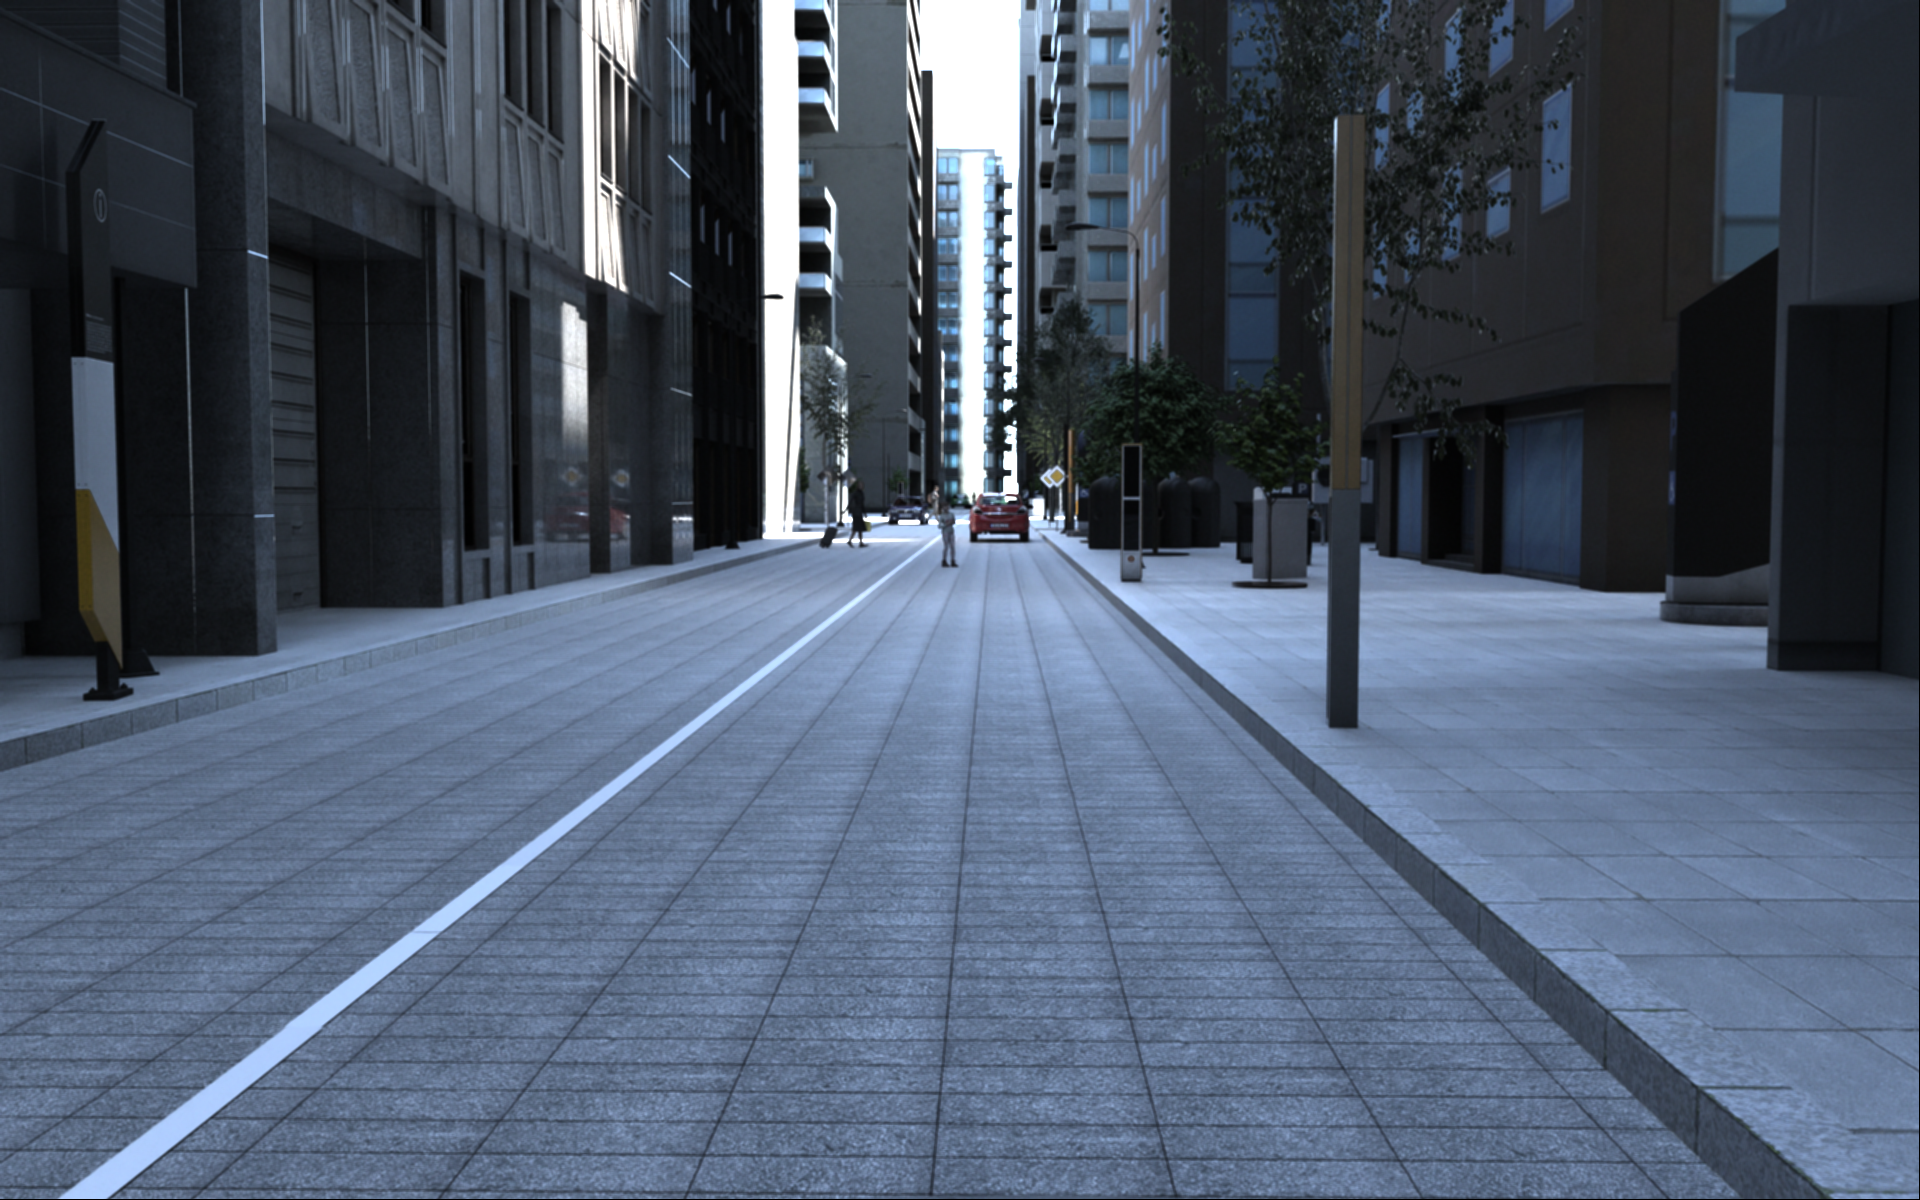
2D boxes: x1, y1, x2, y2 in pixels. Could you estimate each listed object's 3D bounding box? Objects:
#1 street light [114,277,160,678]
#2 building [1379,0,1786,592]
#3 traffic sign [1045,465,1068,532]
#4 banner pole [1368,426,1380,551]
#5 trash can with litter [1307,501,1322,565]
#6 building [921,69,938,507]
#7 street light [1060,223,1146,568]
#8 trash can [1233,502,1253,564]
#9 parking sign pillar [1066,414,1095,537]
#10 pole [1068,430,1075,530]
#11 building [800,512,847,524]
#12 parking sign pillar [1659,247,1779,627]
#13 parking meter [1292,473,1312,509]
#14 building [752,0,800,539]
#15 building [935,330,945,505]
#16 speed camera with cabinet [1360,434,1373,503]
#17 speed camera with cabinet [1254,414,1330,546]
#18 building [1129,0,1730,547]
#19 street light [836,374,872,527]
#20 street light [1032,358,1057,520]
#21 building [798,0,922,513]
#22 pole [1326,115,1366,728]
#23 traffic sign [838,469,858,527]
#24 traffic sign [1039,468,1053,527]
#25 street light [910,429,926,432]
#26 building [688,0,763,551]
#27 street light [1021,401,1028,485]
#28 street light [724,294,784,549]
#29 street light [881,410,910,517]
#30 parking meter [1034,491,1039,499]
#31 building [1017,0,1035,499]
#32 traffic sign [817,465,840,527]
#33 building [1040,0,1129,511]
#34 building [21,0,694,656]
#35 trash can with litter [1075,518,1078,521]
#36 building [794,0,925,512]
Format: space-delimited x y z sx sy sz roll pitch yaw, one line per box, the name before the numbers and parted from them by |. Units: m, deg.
street light | -5.319 -2.416 12.045 1.470 5.913 1.316 0 4 1
building | 15.103 -23.098 27.759 14.600 45.320 14.200 0 4 1
traffic sign | 3.319 -3.404 59.296 0.795 2.450 0.064 0 4 1
banner pole | 9.664 -3.011 39.246 0.401 3.779 0.863 -3 4 -36
trash can with litter | 5.899 -1.203 31.064 1.055 1.170 0.624 -1 4 -22
building | -9.414 -32.418 180.142 14.600 45.320 14.200 0 4 1
street light | 2.499 -3.502 29.804 1.470 5.913 1.316 0 4 1
trash can | 5.441 -1.254 32.152 0.748 1.137 0.748 0 3 0
parking sign pillar | 3.929 -3.902 52.272 1.447 3.967 1.447 1 4 20
pole | 3.539 -3.741 55.007 0.158 3.312 0.155 0 3 0
building | -16.626 -47.443 88.361 22.319 86.520 31.000 0 4 1
parking sign pillar | 7.828 -1.765 17.336 1.447 3.967 1.447 1 4 12
parking meter | 7.013 -1.826 35.567 0.399 1.863 0.255 1 4 10
building | -13.981 -12.171 53.748 16.860 20.320 10.420 0 4 1
building | -16.607 -22.055 205.634 28.899 21.520 27.650 0 4 1
speed camera with cabinet | 10.837 -3.042 44.073 2.038 3.252 0.660 0 4 6
speed camera with cabinet | 8.224 -2.936 42.334 2.038 3.252 0.660 -1 4 -16
building | 12.476 -24.520 51.015 14.600 45.320 14.200 0 4 1
street light | -4.108 -5.799 67.355 1.470 5.913 1.316 0 4 1
street light | 3.152 -5.303 59.249 1.470 5.913 1.316 0 4 1
building | -13.849 -30.581 123.708 21.300 48.544 21.600 0 4 1
pole | 2.110 -0.956 9.472 0.158 3.312 0.155 0 3 0
traffic sign | -4.361 -3.903 67.458 0.795 2.450 0.064 0 4 1
traffic sign | 3.481 -3.892 67.279 0.795 2.450 0.064 0 4 1
street light | -3.089 -9.220 123.293 1.470 5.913 1.316 0 4 1
building | -11.929 -12.919 40.902 12.332 23.373 15.834 0 4 1
street light | 3.704 -6.946 86.104 1.470 5.913 1.316 0 4 1
street light | -4.790 -4.148 40.364 1.470 5.913 1.316 0 4 1
street light | -3.658 -7.524 95.564 1.470 5.913 1.316 0 4 1
parking meter | 5.917 -7.655 133.568 0.372 1.533 0.369 0 3 0
building | 17.285 -40.444 203.255 21.231 58.520 28.212 0 4 1
traffic sign | -4.523 -3.415 59.474 0.795 2.450 0.064 0 4 1
building | 18.044 -30.986 126.236 23.786 49.044 30.456 0 4 1
building | -11.363 -12.536 22.994 12.078 24.808 19.932 0 4 1
trash can with litter | 6.105 -4.406 83.089 1.678 1.210 2.233 -2 4 -31
building | -14.126 -51.605 156.417 22.319 86.520 31.000 0 4 1
